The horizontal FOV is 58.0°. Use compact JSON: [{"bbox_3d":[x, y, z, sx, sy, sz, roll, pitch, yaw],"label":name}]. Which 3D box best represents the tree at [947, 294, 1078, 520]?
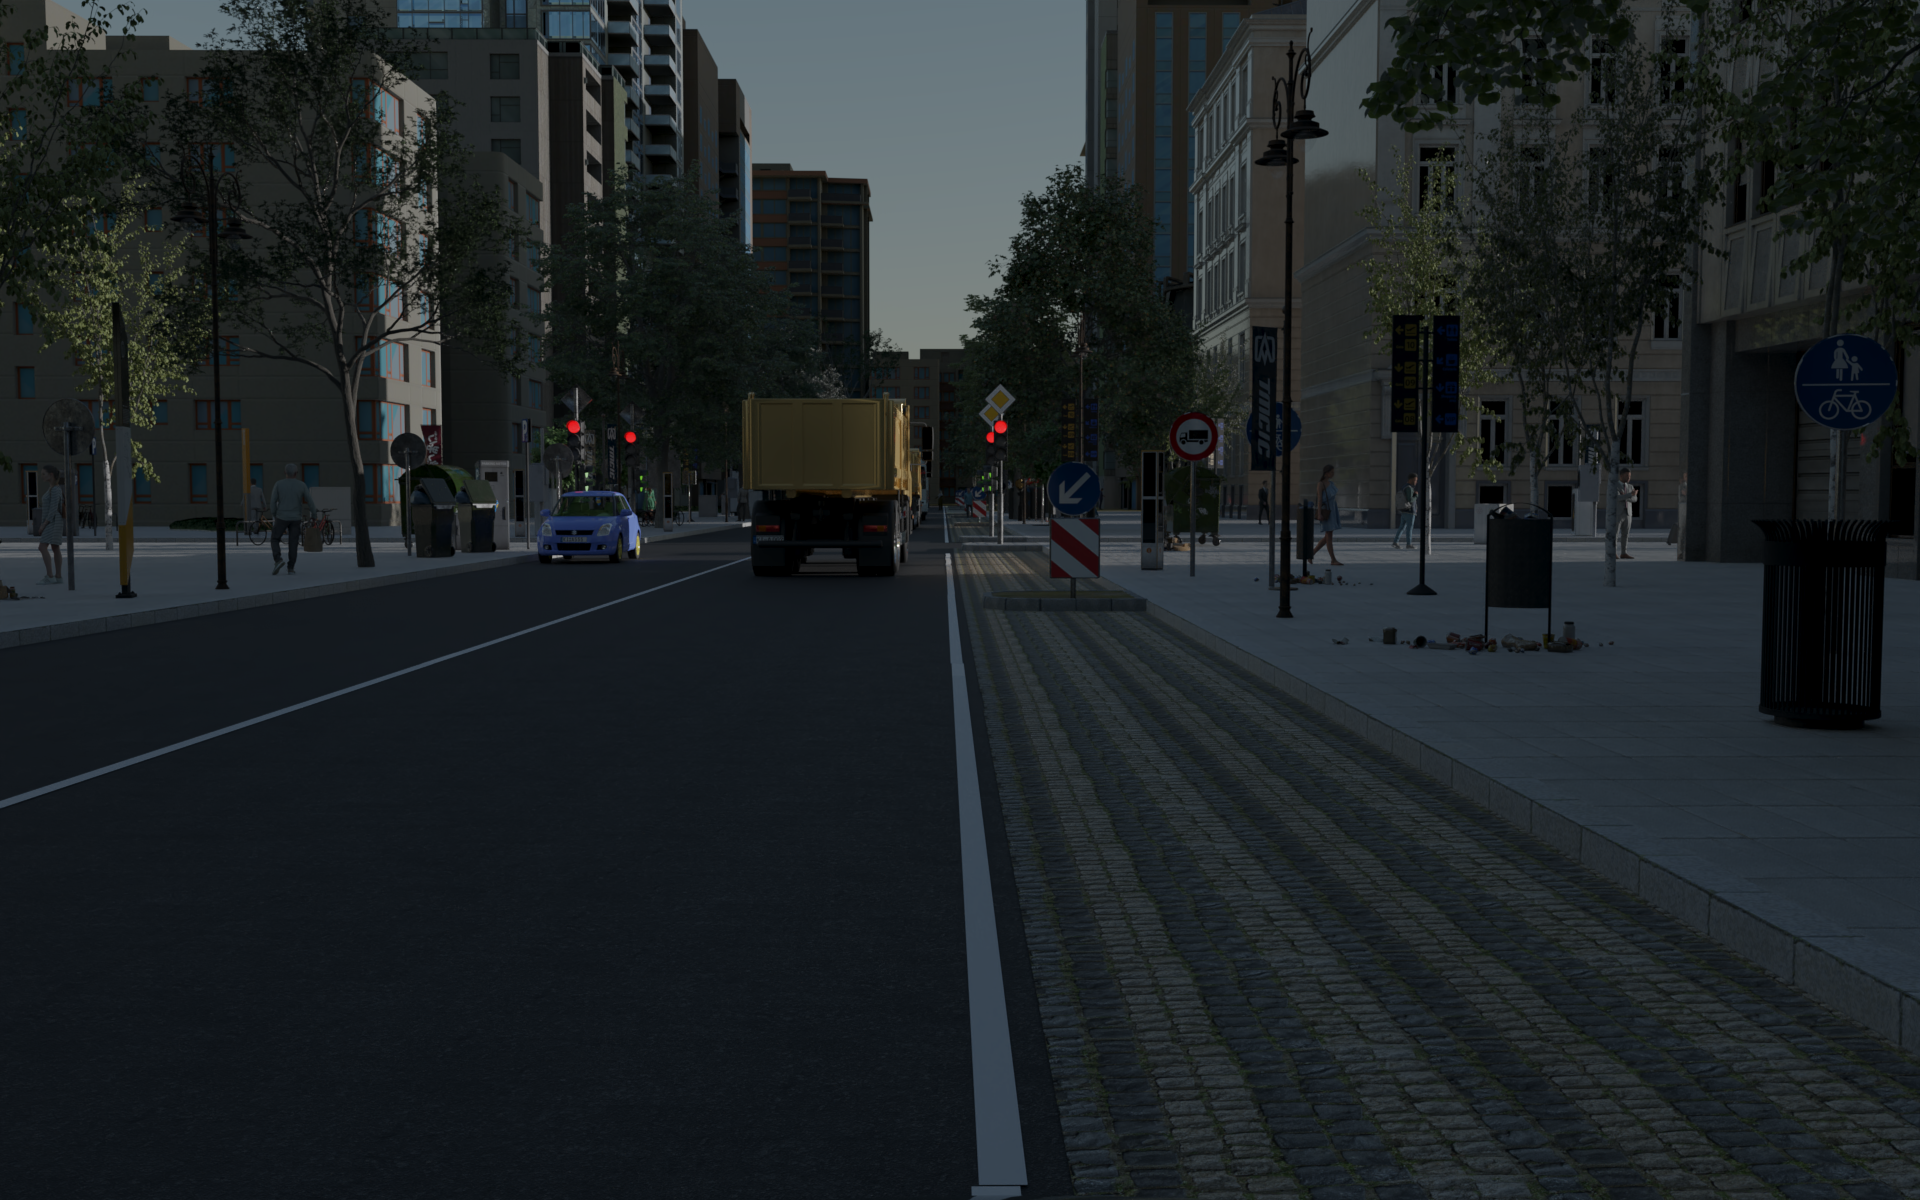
[{"bbox_3d":[3.071,-10.288,86.335,7.486,12.596,7.792,0,3,0],"label":"tree"}]

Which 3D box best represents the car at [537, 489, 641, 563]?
[{"bbox_3d":[-7.930,-1.683,37.116,1.945,1.707,3.694,0,4,-2],"label":"car"}]

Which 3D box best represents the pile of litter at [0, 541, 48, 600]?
[{"bbox_3d":[-12.101,-0.434,21.069,1.719,0.858,1.176,1,4,13],"label":"pile of litter"}]

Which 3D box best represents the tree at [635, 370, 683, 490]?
[{"bbox_3d":[-17.549,-9.224,101.180,4.360,8.622,3.978,0,3,0],"label":"tree"}]

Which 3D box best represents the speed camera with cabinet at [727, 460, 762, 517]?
[{"bbox_3d":[-12.078,-6.257,96.637,2.038,3.252,0.660,-1,4,-11],"label":"speed camera with cabinet"}]

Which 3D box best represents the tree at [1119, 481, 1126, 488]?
[{"bbox_3d":[10.303,-8.892,95.753,4.737,8.622,4.395,0,3,0],"label":"tree"}]

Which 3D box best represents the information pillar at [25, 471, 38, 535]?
[{"bbox_3d":[-29.329,-3.074,54.751,0.304,2.012,0.304,-3,4,-37],"label":"information pillar"}]

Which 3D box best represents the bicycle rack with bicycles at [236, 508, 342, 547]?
[{"bbox_3d":[-16.633,-1.843,43.512,2.852,0.926,2.925,1,4,12],"label":"bicycle rack with bicycles"}]

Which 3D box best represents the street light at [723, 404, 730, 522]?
[{"bbox_3d":[-10.599,-6.463,78.459,0.468,5.910,1.993,0,4,-1],"label":"street light"}]

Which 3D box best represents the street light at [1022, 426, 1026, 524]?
[{"bbox_3d":[2.758,-6.203,74.214,0.468,5.910,1.993,0,4,-1],"label":"street light"}]

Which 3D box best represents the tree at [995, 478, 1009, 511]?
[{"bbox_3d":[3.338,-8.591,135.063,1.663,3.219,1.824,0,3,0],"label":"tree"}]

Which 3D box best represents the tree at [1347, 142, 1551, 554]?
[{"bbox_3d":[10.032,-5.262,36.397,4.737,8.622,4.395,0,3,0],"label":"tree"}]

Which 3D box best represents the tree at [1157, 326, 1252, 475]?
[{"bbox_3d":[11.172,-7.731,76.760,4.360,8.622,3.978,0,3,0],"label":"tree"}]

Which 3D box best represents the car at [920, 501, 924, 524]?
[{"bbox_3d":[-2.812,-4.475,84.969,2.131,1.459,4.920,0,4,-2],"label":"car"}]

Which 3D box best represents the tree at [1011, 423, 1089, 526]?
[{"bbox_3d":[3.736,-5.296,70.305,4.285,4.588,4.351,0,3,0],"label":"tree"}]

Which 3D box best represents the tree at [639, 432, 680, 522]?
[{"bbox_3d":[-15.447,-5.915,80.420,4.285,4.588,4.351,0,3,0],"label":"tree"}]

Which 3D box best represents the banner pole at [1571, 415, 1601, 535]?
[{"bbox_3d":[19.774,-3.954,54.670,0.863,3.779,0.401,2,4,27],"label":"banner pole"}]

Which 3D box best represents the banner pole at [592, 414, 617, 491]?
[{"bbox_3d":[-10.991,-3.927,54.222,0.401,3.779,0.863,2,4,28],"label":"banner pole"}]

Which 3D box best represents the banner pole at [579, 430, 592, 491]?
[{"bbox_3d":[-12.793,-4.236,59.278,0.401,3.779,0.863,3,5,44],"label":"banner pole"}]

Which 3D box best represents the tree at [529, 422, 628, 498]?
[{"bbox_3d":[-17.102,-5.577,74.891,4.285,4.588,4.351,0,3,0],"label":"tree"}]

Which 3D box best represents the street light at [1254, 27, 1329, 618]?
[{"bbox_3d":[3.375,-2.754,17.823,0.468,5.910,1.993,0,4,-1],"label":"street light"}]

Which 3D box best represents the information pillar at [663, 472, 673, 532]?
[{"bbox_3d":[-9.961,-3.336,59.030,0.304,2.012,0.304,-1,4,-14],"label":"information pillar"}]

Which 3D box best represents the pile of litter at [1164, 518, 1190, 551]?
[{"bbox_3d":[4.765,-1.569,39.620,1.176,0.858,1.719,1,4,16],"label":"pile of litter"}]

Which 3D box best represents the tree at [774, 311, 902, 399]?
[{"bbox_3d":[-13.111,-19.870,180.762,12.611,20.169,13.585,0,3,0],"label":"tree"}]

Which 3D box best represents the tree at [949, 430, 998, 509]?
[{"bbox_3d":[2.727,-12.862,144.712,8.767,10.594,7.601,1,4,20],"label":"tree"}]

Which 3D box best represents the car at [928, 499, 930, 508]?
[{"bbox_3d":[-4.053,-10.279,180.649,1.945,1.354,3.894,0,4,-2],"label":"car"}]

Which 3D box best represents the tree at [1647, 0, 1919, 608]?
[{"bbox_3d":[9.432,-4.133,17.938,4.737,8.622,4.395,0,3,0],"label":"tree"}]

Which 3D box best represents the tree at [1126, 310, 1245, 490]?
[{"bbox_3d":[8.994,-7.224,68.473,4.737,8.622,4.395,0,3,0],"label":"tree"}]

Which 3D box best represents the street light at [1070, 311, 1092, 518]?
[{"bbox_3d":[3.057,-4.351,43.919,0.468,5.910,1.993,0,4,-1],"label":"street light"}]

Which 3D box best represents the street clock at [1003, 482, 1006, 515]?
[{"bbox_3d":[2.538,-6.088,104.110,0.471,2.002,0.358,0,4,-1],"label":"street clock"}]

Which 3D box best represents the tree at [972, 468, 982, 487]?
[{"bbox_3d":[1.903,-15.112,197.449,4.360,8.622,3.978,0,3,0],"label":"tree"}]

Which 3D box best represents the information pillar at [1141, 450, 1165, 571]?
[{"bbox_3d":[3.242,-1.509,29.160,0.304,2.012,0.304,2,4,28],"label":"information pillar"}]

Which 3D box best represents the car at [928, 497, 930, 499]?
[{"bbox_3d":[-4.462,-11.507,197.178,2.155,1.783,4.494,0,4,-2],"label":"car"}]

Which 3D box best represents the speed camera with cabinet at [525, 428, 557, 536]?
[{"bbox_3d":[-12.671,-3.560,52.549,0.660,3.252,2.038,0,4,0],"label":"speed camera with cabinet"}]

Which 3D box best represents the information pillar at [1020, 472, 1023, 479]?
[{"bbox_3d":[3.166,-6.220,93.046,0.504,3.616,0.183,-1,4,-19],"label":"information pillar"}]

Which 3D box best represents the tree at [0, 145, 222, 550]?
[{"bbox_3d":[-19.164,-5.438,39.279,4.737,8.622,4.395,0,3,0],"label":"tree"}]

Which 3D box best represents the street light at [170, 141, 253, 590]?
[{"bbox_3d":[-9.947,-3.082,23.176,0.468,5.910,1.993,0,4,-1],"label":"street light"}]

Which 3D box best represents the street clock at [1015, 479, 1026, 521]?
[{"bbox_3d":[2.853,-4.719,81.730,0.471,2.002,0.358,1,4,21],"label":"street clock"}]

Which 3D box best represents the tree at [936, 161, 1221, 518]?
[{"bbox_3d":[4.258,-8.733,59.793,9.611,12.733,9.660,0,3,0],"label":"tree"}]

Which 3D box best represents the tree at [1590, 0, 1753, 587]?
[{"bbox_3d":[8.989,-4.506,24.042,4.360,8.622,3.978,0,3,0],"label":"tree"}]

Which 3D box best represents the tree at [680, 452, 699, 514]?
[{"bbox_3d":[-18.351,-7.778,110.878,4.285,4.588,4.351,0,3,0],"label":"tree"}]

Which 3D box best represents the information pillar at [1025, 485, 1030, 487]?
[{"bbox_3d":[3.821,-5.789,99.150,0.304,2.012,0.304,2,4,35],"label":"information pillar"}]

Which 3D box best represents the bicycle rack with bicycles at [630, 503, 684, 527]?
[{"bbox_3d":[-12.285,-3.423,69.345,2.925,0.926,2.852,-3,5,-44],"label":"bicycle rack with bicycles"}]

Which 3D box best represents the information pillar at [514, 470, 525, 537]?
[{"bbox_3d":[-13.212,-2.904,51.971,0.304,2.012,0.304,-1,4,-14],"label":"information pillar"}]

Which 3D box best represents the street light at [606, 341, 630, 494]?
[{"bbox_3d":[-10.309,-4.867,52.364,0.468,5.910,1.993,0,4,-1],"label":"street light"}]

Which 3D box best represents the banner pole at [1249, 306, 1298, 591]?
[{"bbox_3d":[4.137,-2.012,22.921,0.863,3.779,0.401,-2,4,-35],"label":"banner pole"}]

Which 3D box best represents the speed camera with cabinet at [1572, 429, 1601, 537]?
[{"bbox_3d":[18.981,-3.559,52.534,0.660,3.252,2.038,1,4,14],"label":"speed camera with cabinet"}]

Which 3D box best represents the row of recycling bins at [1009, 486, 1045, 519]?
[{"bbox_3d":[3.439,-5.054,89.749,1.069,1.692,3.534,2,4,26],"label":"row of recycling bins"}]

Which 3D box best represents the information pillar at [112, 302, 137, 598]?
[{"bbox_3d":[-10.347,-1.839,21.422,0.183,3.616,0.504,-1,4,-15],"label":"information pillar"}]
